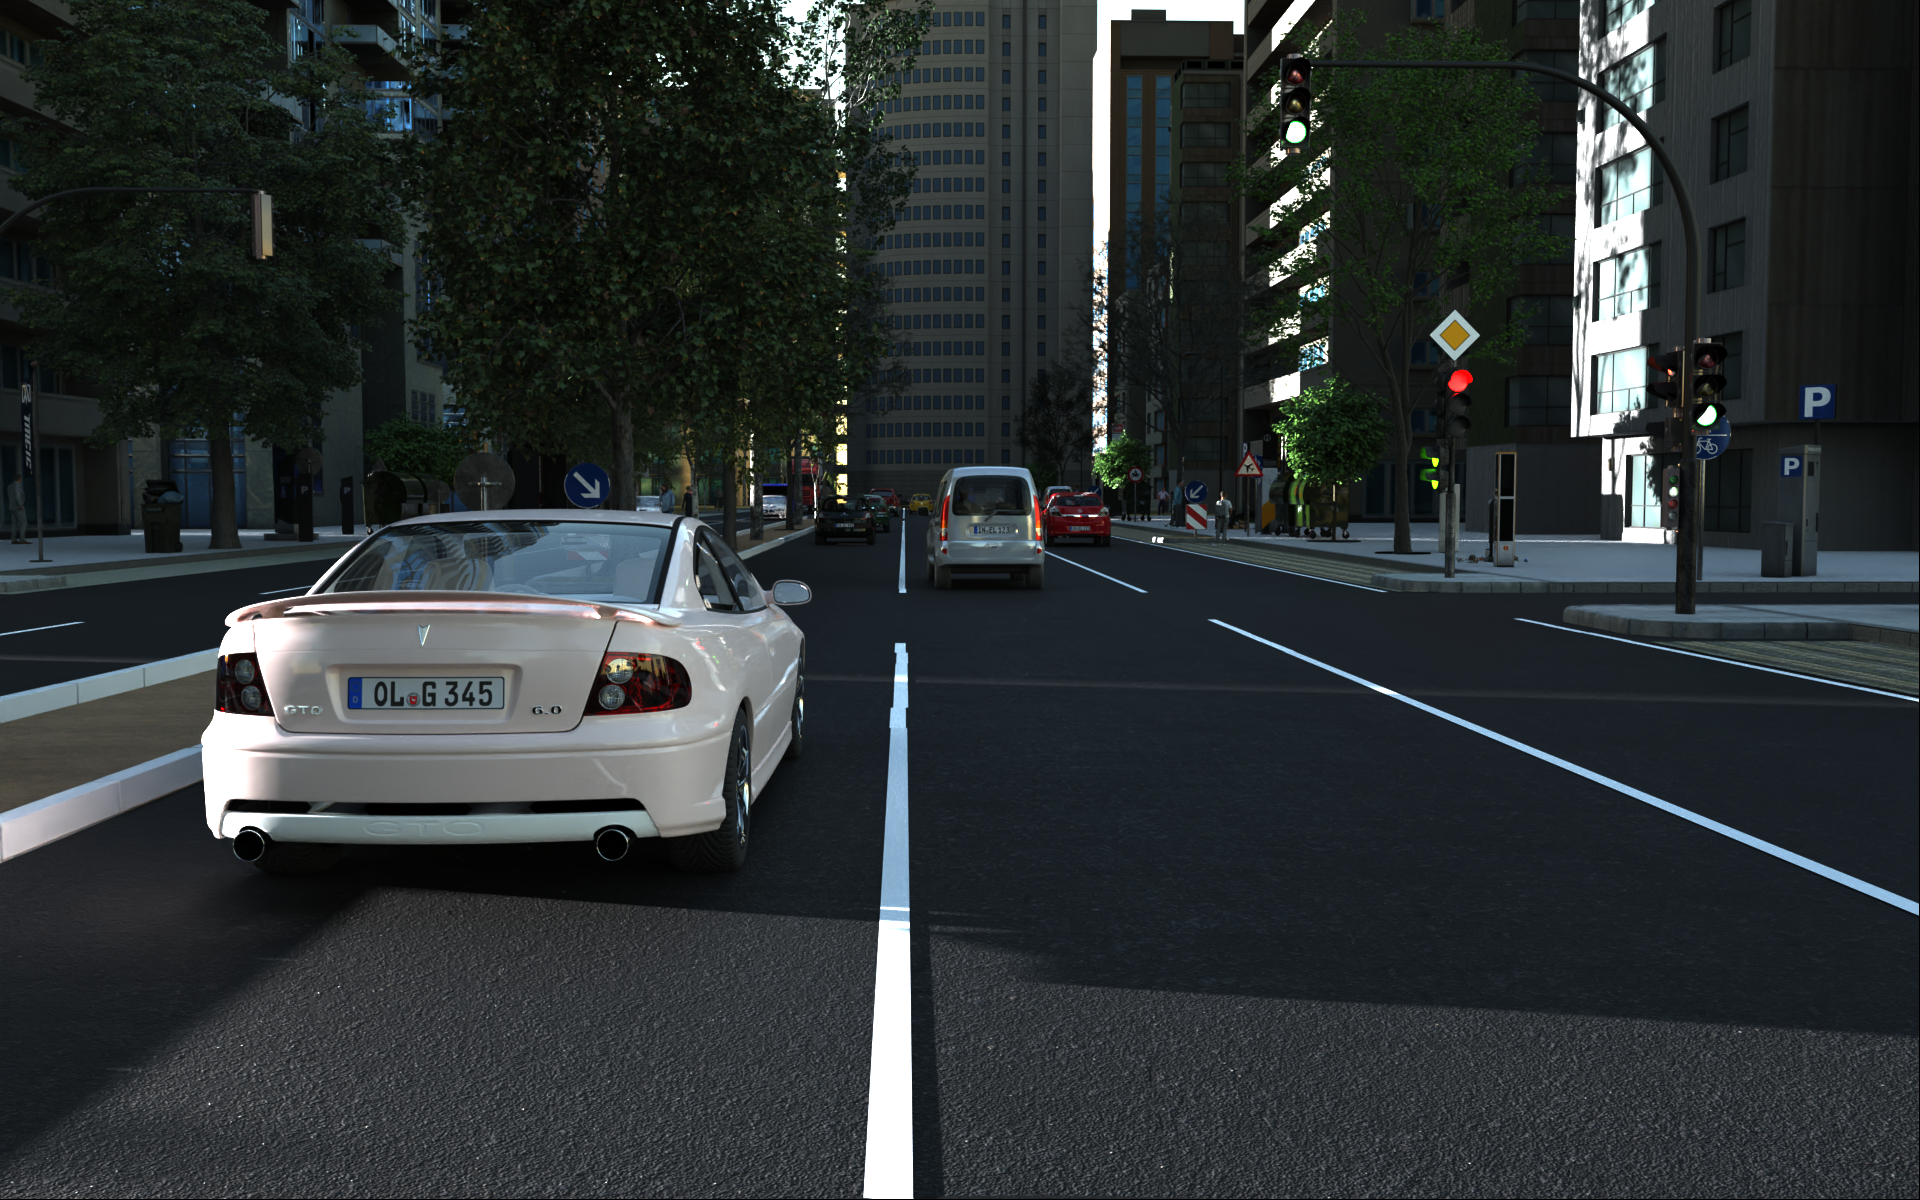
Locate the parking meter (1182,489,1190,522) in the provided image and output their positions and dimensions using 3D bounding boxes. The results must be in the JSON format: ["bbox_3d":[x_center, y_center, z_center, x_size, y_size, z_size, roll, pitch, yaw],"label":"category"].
[{"bbox_3d":[9.952,-4.153,76.308,0.372,1.533,0.369,0,3,0],"label":"parking meter"}]

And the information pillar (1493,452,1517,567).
[{"bbox_3d":[9.560,-1.584,30.391,0.304,2.012,0.304,0,4,5],"label":"information pillar"}]

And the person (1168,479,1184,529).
[{"bbox_3d":[7.965,-3.534,63.837,0.620,1.820,0.660,0,4,5],"label":"person"}]

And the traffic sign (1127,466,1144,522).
[{"bbox_3d":[8.018,-4.838,79.202,0.768,2.556,0.104,0,4,-1],"label":"traffic sign"}]

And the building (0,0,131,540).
[{"bbox_3d":[-36.371,-25.593,42.156,21.300,48.544,21.600,0,4,-2],"label":"building"}]

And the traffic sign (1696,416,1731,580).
[{"bbox_3d":[10.992,-1.563,25.668,0.768,2.556,0.104,0,4,3],"label":"traffic sign"}]

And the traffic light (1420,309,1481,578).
[{"bbox_3d":[7.491,-2.296,26.455,0.839,4.253,0.868,0,4,-2],"label":"traffic light"}]

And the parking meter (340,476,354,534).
[{"bbox_3d":[-19.496,-3.018,55.054,0.399,1.863,0.255,-1,4,-21],"label":"parking meter"}]

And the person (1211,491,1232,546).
[{"bbox_3d":[7.133,-2.210,47.228,0.503,1.515,0.523,-2,4,-26],"label":"person"}]

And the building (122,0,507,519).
[{"bbox_3d":[-38.923,-49.000,113.816,22.319,86.520,31.000,0,4,-2],"label":"building"}]

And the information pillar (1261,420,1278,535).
[{"bbox_3d":[9.805,-3.885,54.873,0.504,3.616,0.183,1,4,14],"label":"information pillar"}]

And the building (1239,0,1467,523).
[{"bbox_3d":[26.763,-28.292,86.273,21.300,48.544,21.600,0,4,-2],"label":"building"}]

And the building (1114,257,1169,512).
[{"bbox_3d":[28.120,-18.111,141.162,27.650,21.520,28.899,0,4,-2],"label":"building"}]

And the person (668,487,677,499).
[{"bbox_3d":[-22.982,-7.976,136.459,1.348,1.823,0.705,-1,4,-18],"label":"person"}]

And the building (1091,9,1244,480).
[{"bbox_3d":[20.029,-31.326,162.286,14.600,45.320,14.200,0,4,-2],"label":"building"}]

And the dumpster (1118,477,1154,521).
[{"bbox_3d":[8.388,-4.899,82.600,1.502,2.255,1.985,0,4,-2],"label":"dumpster"}]

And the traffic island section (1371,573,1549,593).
[{"bbox_3d":[7.531,-0.262,26.570,2.009,0.180,2.903,0,4,-2],"label":"traffic island section"}]

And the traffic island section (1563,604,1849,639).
[{"bbox_3d":[7.788,0.226,18.589,2.009,0.180,2.903,0,4,-2],"label":"traffic island section"}]

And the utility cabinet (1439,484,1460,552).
[{"bbox_3d":[10.777,-1.804,38.177,0.318,1.500,1.173,1,4,23],"label":"utility cabinet"}]

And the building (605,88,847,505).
[{"bbox_3d":[-28.538,-35.725,203.710,30.456,49.044,23.786,0,4,-2],"label":"building"}]

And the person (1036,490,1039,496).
[{"bbox_3d":[7.033,-9.328,159.279,1.217,1.736,0.721,-3,5,-43],"label":"person"}]

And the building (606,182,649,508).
[{"bbox_3d":[-36.571,-23.811,161.011,14.107,30.474,14.160,0,4,-2],"label":"building"}]

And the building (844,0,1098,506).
[{"bbox_3d":[0.838,-40.402,202.576,28.212,58.520,21.231,0,4,-2],"label":"building"}]

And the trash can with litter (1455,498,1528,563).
[{"bbox_3d":[9.989,-1.346,33.066,1.678,1.210,2.233,3,5,39],"label":"trash can with litter"}]

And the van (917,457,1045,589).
[{"bbox_3d":[0.349,-1.253,27.502,2.013,2.044,4.112,0,4,-4],"label":"van"}]

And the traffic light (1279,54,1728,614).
[{"bbox_3d":[5.660,-2.667,18.266,4.771,5.953,1.251,0,4,-2],"label":"traffic light"}]

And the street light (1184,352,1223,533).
[{"bbox_3d":[8.029,-5.156,56.835,1.470,5.913,1.316,0,4,-2],"label":"street light"}]

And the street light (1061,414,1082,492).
[{"bbox_3d":[6.554,-7.862,101.088,1.470,5.913,1.316,0,4,-2],"label":"street light"}]

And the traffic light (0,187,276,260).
[{"bbox_3d":[-12.671,-3.129,25.828,4.771,5.953,1.251,0,4,-2],"label":"traffic light"}]

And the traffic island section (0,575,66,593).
[{"bbox_3d":[-14.799,-0.219,25.860,2.009,0.180,2.903,0,4,-2],"label":"traffic island section"}]

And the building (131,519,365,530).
[{"bbox_3d":[-36.493,-46.641,75.246,22.319,86.520,31.000,0,4,-2],"label":"building"}]

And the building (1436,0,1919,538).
[{"bbox_3d":[24.313,-17.690,60.927,14.160,30.474,14.107,0,4,-2],"label":"building"}]

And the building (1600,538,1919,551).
[{"bbox_3d":[24.267,-16.494,41.386,14.107,30.474,14.160,0,4,-2],"label":"building"}]

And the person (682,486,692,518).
[{"bbox_3d":[-11.131,-3.780,70.724,0.534,1.772,0.576,0,4,3],"label":"person"}]

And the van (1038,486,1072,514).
[{"bbox_3d":[5.177,-5.218,92.320,2.013,2.044,4.112,0,4,-1],"label":"van"}]

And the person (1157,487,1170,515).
[{"bbox_3d":[12.188,-5.947,104.208,0.756,1.711,0.436,3,4,36],"label":"person"}]

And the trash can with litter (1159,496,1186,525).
[{"bbox_3d":[9.157,-3.705,71.641,1.678,1.210,2.233,0,4,0],"label":"trash can with litter"}]

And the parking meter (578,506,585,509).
[{"bbox_3d":[-18.708,-4.726,85.678,0.372,1.533,0.369,0,3,0],"label":"parking meter"}]

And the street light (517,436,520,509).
[{"bbox_3d":[-17.716,-6.054,71.518,1.470,5.913,1.316,0,4,-2],"label":"street light"}]

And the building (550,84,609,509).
[{"bbox_3d":[-36.280,-29.824,137.728,14.600,45.320,14.200,0,4,-2],"label":"building"}]

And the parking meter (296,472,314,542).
[{"bbox_3d":[-17.619,-2.499,46.567,0.399,1.863,0.255,-1,4,-16],"label":"parking meter"}]

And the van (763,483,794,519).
[{"bbox_3d":[-10.432,-5.741,98.241,2.240,2.365,5.245,0,4,-2],"label":"van"}]

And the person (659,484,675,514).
[{"bbox_3d":[-10.237,-3.184,60.817,0.793,1.790,0.793,-1,4,-10],"label":"person"}]

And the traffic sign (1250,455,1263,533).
[{"bbox_3d":[9.643,-3.438,56.313,0.768,2.556,0.104,0,4,2],"label":"traffic sign"}]

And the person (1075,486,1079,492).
[{"bbox_3d":[7.345,-6.332,109.550,0.705,1.826,1.348,0,4,-4],"label":"person"}]

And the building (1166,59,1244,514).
[{"bbox_3d":[21.126,-21.245,119.056,14.160,30.474,14.107,0,4,-2],"label":"building"}]

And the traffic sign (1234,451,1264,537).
[{"bbox_3d":[8.650,-3.175,51.913,0.884,2.594,0.081,0,4,8],"label":"traffic sign"}]

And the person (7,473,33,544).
[{"bbox_3d":[-24.127,-2.335,44.325,0.635,1.810,0.391,2,4,29],"label":"person"}]
